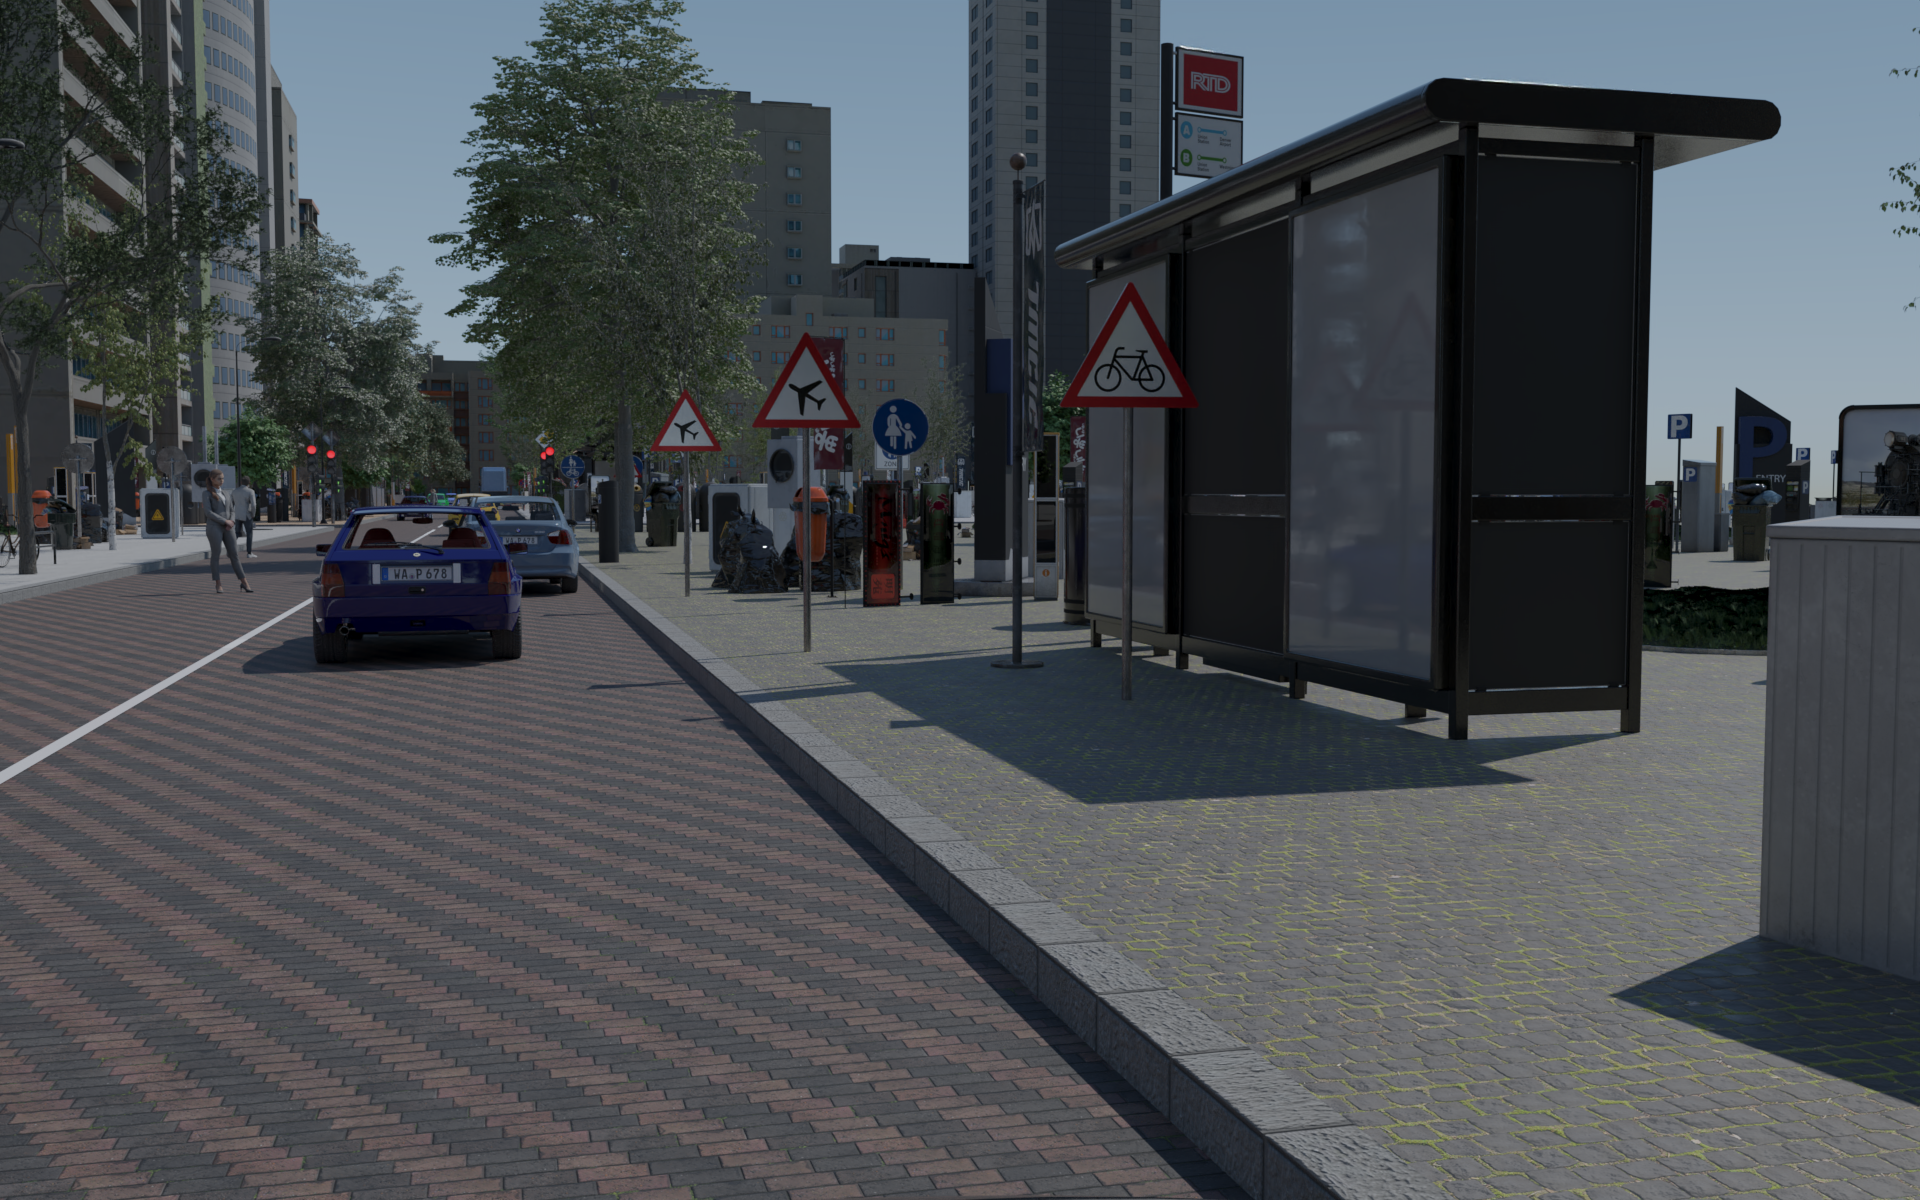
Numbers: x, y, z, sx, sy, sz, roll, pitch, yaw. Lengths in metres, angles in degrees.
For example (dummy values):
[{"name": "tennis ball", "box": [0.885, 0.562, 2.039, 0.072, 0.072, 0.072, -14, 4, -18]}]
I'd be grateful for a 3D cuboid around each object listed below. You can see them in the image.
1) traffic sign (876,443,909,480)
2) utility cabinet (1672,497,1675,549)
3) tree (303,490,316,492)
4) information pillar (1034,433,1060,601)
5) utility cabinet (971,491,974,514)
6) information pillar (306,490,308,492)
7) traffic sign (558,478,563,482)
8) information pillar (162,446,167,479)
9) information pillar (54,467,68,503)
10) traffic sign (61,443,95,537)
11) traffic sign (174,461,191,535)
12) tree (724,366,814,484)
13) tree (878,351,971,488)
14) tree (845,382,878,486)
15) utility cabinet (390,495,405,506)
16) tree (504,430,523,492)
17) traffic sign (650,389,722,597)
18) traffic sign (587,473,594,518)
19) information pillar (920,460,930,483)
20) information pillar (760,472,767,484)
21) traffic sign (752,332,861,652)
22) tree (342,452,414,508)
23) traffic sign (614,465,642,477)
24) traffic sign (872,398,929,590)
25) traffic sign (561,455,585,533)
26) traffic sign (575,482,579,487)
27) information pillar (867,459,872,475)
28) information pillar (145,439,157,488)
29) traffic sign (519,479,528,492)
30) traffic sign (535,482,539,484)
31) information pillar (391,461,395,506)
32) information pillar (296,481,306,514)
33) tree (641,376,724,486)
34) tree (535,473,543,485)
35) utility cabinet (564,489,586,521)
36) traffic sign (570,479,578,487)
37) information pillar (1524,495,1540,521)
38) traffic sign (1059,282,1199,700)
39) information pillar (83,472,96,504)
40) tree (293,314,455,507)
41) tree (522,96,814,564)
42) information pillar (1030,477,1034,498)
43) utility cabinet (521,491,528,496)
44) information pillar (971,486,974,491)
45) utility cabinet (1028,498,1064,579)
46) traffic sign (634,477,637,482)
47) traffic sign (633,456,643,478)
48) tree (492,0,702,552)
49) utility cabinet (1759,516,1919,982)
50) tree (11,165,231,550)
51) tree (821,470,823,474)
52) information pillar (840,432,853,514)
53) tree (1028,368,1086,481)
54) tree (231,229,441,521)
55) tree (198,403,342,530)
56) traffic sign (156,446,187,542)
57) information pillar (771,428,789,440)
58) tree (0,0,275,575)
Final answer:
[{"name": "traffic sign", "box": [-1.186, -1.719, 30.239, 0.606, 2.300, 0.079, -1, 4, -10]}, {"name": "utility cabinet", "box": [16.678, -1.839, 41.237, 0.306, 1.237, 1.020, 0, 4, 3]}, {"name": "tree", "box": [-46.124, -7.832, 122.652, 1.663, 3.219, 1.824, 0, 3, 0]}, {"name": "information pillar", "box": [1.043, -1.003, 20.893, 0.304, 2.012, 0.304, 0, 4, 4]}, {"name": "utility cabinet", "box": [0.363, -6.298, 111.650, 1.173, 1.500, 0.318, 0, 4, 0]}, {"name": "information pillar", "box": [-44.059, -6.882, 117.012, 0.304, 2.012, 0.304, -2, 4, -26]}, {"name": "traffic sign", "box": [-31.647, -8.342, 136.496, 0.768, 2.556, 0.104, 0, 4, -7]}, {"name": "information pillar", "box": [-39.075, -5.737, 85.159, 0.183, 3.616, 0.504, -1, 4, -12]}, {"name": "information pillar", "box": [-24.690, -2.636, 47.592, 0.304, 2.012, 0.304, -2, 4, -32]}, {"name": "traffic sign", "box": [-21.860, -2.620, 42.946, 0.768, 2.556, 0.104, -1, 4, -10]}, {"name": "traffic sign", "box": [-24.316, -3.178, 54.098, 0.606, 2.300, 0.079, -1, 4, -11]}, {"name": "tree", "box": [-11.063, -9.178, 100.418, 4.737, 8.622, 4.395, 0, 3, 0]}, {"name": "tree", "box": [-1.447, -8.509, 89.486, 4.360, 8.622, 3.978, 0, 3, 0]}, {"name": "tree", "box": [-6.423, -9.951, 113.060, 4.360, 8.622, 3.978, 0, 3, 0]}, {"name": "utility cabinet", "box": [-41.686, -7.173, 128.432, 1.020, 1.237, 0.306, -1, 4, -19]}, {"name": "tree", "box": [-34.895, -11.736, 142.251, 4.360, 8.622, 3.978, 0, 3, 0]}, {"name": "traffic sign", "box": [-3.412, -1.321, 21.604, 0.884, 2.594, 0.081, -1, 4, -9]}, {"name": "traffic sign", "box": [-17.808, -5.021, 84.219, 0.606, 2.300, 0.079, -1, 4, -10]}, {"name": "information pillar", "box": [-2.303, -7.818, 119.186, 0.504, 3.616, 0.183, 2, 4, 31]}, {"name": "information pillar", "box": [-6.488, -3.266, 57.892, 0.304, 2.012, 0.304, -2, 4, -31]}, {"name": "traffic sign", "box": [-1.243, -0.857, 14.023, 0.884, 2.594, 0.081, -1, 4, -14]}, {"name": "tree", "box": [-34.023, -6.986, 97.941, 4.285, 4.588, 4.351, 0, 3, 0]}, {"name": "traffic sign", "box": [-10.561, -3.369, 55.080, 0.884, 2.594, 0.081, -1, 4, -14]}, {"name": "traffic sign", "box": [-0.803, -1.412, 23.188, 0.768, 2.556, 0.104, -1, 4, -9]}, {"name": "traffic sign", "box": [-12.639, -3.453, 56.568, 0.768, 2.556, 0.104, -1, 4, -8]}, {"name": "traffic sign", "box": [-27.925, -7.807, 127.642, 0.884, 2.594, 0.081, -1, 4, -10]}, {"name": "information pillar", "box": [-6.065, -7.660, 116.590, 0.183, 3.616, 0.504, -3, 4, -37]}, {"name": "information pillar", "box": [-34.581, -5.062, 74.117, 0.183, 3.616, 0.504, 2, 4, 32]}, {"name": "traffic sign", "box": [-36.623, -8.881, 145.304, 0.768, 2.556, 0.104, -1, 4, -10]}, {"name": "traffic sign", "box": [-32.354, -8.169, 133.662, 0.768, 2.556, 0.104, -1, 4, -9]}, {"name": "information pillar", "box": [-39.648, -7.935, 121.086, 0.183, 3.616, 0.504, -2, 4, -34]}, {"name": "information pillar", "box": [-36.549, -5.584, 95.790, 0.304, 2.012, 0.304, 3, 5, 42]}, {"name": "tree", "box": [-15.181, -8.699, 92.597, 4.737, 8.622, 4.395, 0, 3, 0]}, {"name": "tree", "box": [-30.815, -8.283, 130.023, 1.663, 3.219, 1.824, 0, 3, 0]}, {"name": "utility cabinet", "box": [-17.948, -4.411, 80.792, 0.318, 1.500, 1.173, 2, 4, 27]}, {"name": "traffic sign", "box": [-33.578, -9.224, 150.924, 0.768, 2.556, 0.104, -1, 4, -9]}, {"name": "information pillar", "box": [13.579, -2.240, 41.111, 0.304, 2.012, 0.304, 2, 4, 34]}, {"name": "traffic sign", "box": [1.039, -0.656, 10.733, 0.884, 2.594, 0.081, -1, 4, -10]}, {"name": "information pillar", "box": [-29.481, -3.315, 58.699, 0.304, 2.012, 0.304, -1, 4, -11]}, {"name": "tree", "box": [-37.973, -11.848, 110.725, 9.611, 12.733, 9.660, 0, 3, 0]}, {"name": "tree", "box": [-5.219, -4.966, 31.557, 4.360, 8.622, 3.978, 0, 3, 0]}, {"name": "information pillar", "box": [6.312, -9.819, 151.894, 0.504, 3.616, 0.183, -2, 4, -34]}, {"name": "utility cabinet", "box": [-36.128, -8.283, 144.111, 0.318, 1.500, 1.173, 0, 4, 8]}, {"name": "information pillar", "box": [1.139, -9.471, 159.348, 0.304, 2.012, 0.304, 0, 4, 6]}, {"name": "utility cabinet", "box": [1.255, -0.932, 26.405, 1.020, 1.237, 0.306, 3, 5, 43]}, {"name": "traffic sign", "box": [-12.020, -3.721, 62.969, 0.606, 2.300, 0.079, -1, 4, -10]}, {"name": "traffic sign", "box": [-10.796, -3.477, 56.948, 0.768, 2.556, 0.104, 0, 4, -6]}, {"name": "tree", "box": [-7.767, -7.333, 38.015, 7.486, 12.596, 7.792, 0, 3, 0]}, {"name": "utility cabinet", "box": [2.636, 0.402, 4.587, 0.306, 1.237, 1.020, -2, 4, -23]}, {"name": "tree", "box": [-19.147, -5.446, 39.410, 4.737, 8.622, 4.395, 0, 3, 0]}, {"name": "tree", "box": [-11.168, -11.268, 134.597, 4.737, 8.622, 4.395, 0, 3, 0]}, {"name": "information pillar", "box": [-4.253, -4.506, 65.027, 0.504, 3.616, 0.183, -1, 4, -18]}, {"name": "tree", "box": [2.624, -3.765, 45.272, 4.285, 4.588, 4.351, 0, 3, 0]}, {"name": "tree", "box": [-29.952, -10.793, 83.113, 9.857, 13.997, 8.962, 0, 3, 0]}, {"name": "tree", "box": [-25.218, -4.772, 61.728, 4.285, 4.588, 4.351, 0, 3, 0]}, {"name": "traffic sign", "box": [-20.997, -2.817, 46.169, 0.768, 2.556, 0.104, -1, 4, -11]}, {"name": "information pillar", "box": [-4.665, -3.270, 44.821, 0.504, 3.616, 0.183, -1, 4, -12]}, {"name": "tree", "box": [-14.860, -5.706, 27.706, 8.767, 10.594, 7.601, 0, 4, 2]}]
